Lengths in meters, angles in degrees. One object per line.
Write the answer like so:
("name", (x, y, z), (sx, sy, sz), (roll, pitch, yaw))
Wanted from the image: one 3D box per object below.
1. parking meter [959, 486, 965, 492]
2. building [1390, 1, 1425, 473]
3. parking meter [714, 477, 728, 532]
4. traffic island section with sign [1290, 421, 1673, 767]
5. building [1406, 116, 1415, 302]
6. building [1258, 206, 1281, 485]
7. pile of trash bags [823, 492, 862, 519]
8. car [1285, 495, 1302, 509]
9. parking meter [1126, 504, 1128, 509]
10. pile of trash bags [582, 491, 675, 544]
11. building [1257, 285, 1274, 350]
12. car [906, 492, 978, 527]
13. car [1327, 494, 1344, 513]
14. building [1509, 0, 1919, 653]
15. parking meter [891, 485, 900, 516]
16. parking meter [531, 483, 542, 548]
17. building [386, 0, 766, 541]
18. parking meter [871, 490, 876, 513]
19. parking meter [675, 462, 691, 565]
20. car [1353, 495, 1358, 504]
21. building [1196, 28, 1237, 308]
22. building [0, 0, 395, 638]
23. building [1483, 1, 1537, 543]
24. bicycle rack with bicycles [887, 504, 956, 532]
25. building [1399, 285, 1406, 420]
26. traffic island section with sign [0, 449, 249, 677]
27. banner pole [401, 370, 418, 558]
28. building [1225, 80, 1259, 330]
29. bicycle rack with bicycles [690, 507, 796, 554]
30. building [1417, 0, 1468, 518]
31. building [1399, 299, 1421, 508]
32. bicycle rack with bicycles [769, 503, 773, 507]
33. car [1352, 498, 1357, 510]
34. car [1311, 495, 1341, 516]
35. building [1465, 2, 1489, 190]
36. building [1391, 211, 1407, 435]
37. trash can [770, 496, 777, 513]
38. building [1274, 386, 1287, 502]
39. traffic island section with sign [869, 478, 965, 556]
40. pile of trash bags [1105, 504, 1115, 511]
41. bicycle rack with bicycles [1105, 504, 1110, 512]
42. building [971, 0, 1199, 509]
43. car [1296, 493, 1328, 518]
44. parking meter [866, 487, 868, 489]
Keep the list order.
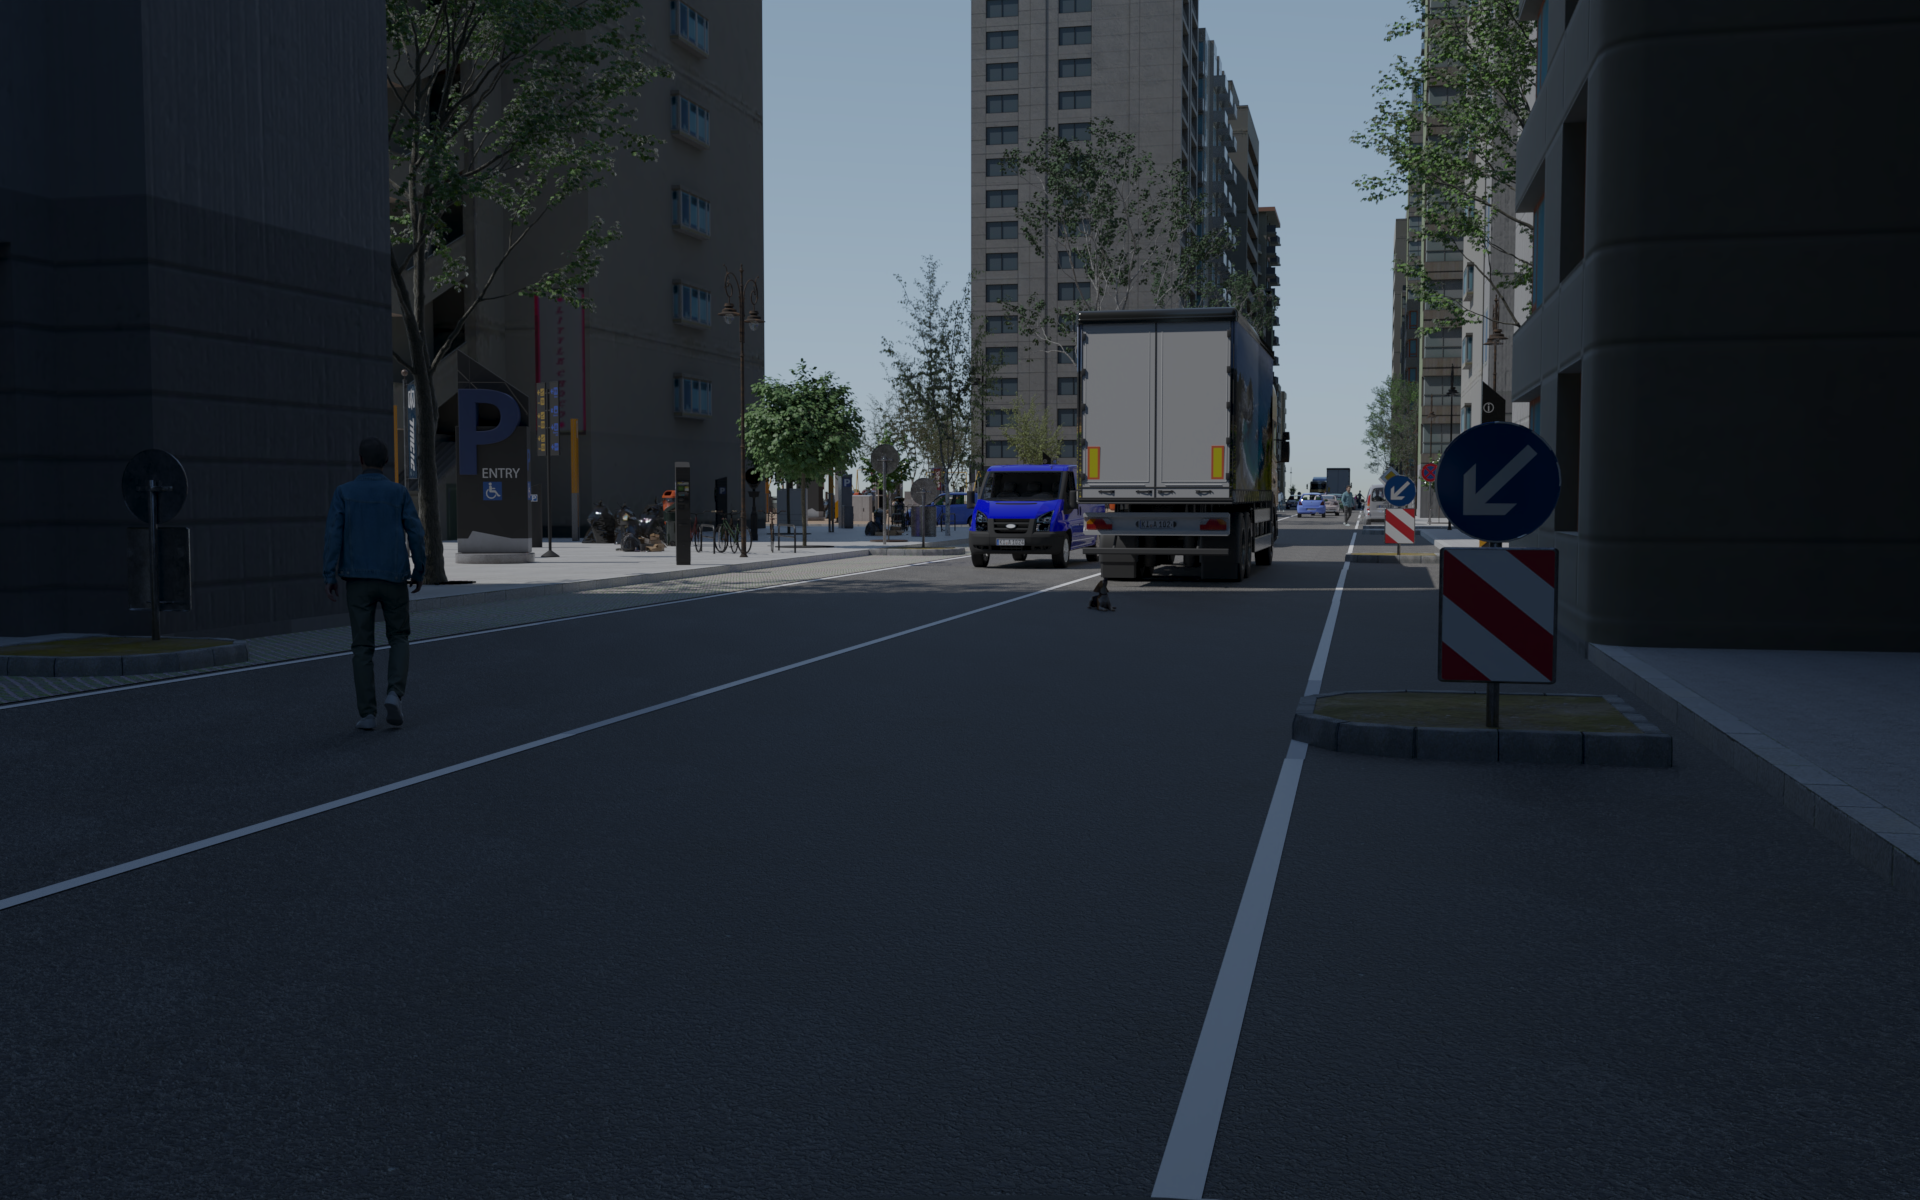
("parking meter", (0.103, -6.866, 117.974), (0.399, 1.863, 0.255), (0, 4, -4))
("building", (76.062, -57.776, 257.311), (22.319, 86.520, 31.000), (1, 4, 13))
("parking meter", (-8.033, -3.210, 58.191), (0.399, 1.863, 0.255), (-2, 4, -25))
("traffic island section with sign", (2.999, -0.098, 10.223), (1.989, 1.847, 2.006), (1, 4, 13))
("building", (55.226, -30.761, 186.533), (14.154, 41.232, 14.086), (1, 4, 13))
("building", (36.125, -36.928, 258.392), (22.147, 44.769, 28.867), (1, 4, 13))
("pile of trash bags", (-6.479, -5.296, 96.334), (1.912, 1.369, 3.447), (2, 4, 30))
("car", (31.573, -9.192, 162.877), (1.945, 1.354, 3.894), (1, 4, 14))
("parking meter", (14.300, -8.687, 147.738), (0.255, 1.863, 0.399), (1, 4, 17))
("pile of trash bags", (-8.202, -2.132, 44.618), (3.447, 1.369, 1.912), (3, 5, 44))
("building", (35.322, -28.458, 236.991), (14.160, 30.474, 14.107), (1, 4, 13))
("car", (-0.422, -3.664, 69.503), (3.694, 1.707, 1.945), (1, 4, 14))
("car", (29.230, -7.542, 135.116), (2.131, 1.459, 4.920), (1, 4, 13))
("building", (17.540, -9.811, 5.444), (27.650, 21.520, 28.899), (1, 4, 13))
("parking meter", (-3.022, -4.610, 81.092), (0.399, 1.863, 0.255), (1, 4, 18))
("parking meter", (-10.207, -2.024, 41.505), (0.372, 1.533, 0.369), (0, 3, 0))
("building", (-19.925, -26.409, 55.497), (21.600, 48.544, 21.300), (1, 4, 13))
("parking meter", (-5.998, -6.846, 120.348), (0.372, 1.533, 0.369), (0, 3, 0))
("parking meter", (-5.009, -1.566, 31.311), (0.255, 1.863, 0.399), (-1, 4, -12))
("car", (58.316, -14.959, 257.164), (1.945, 1.354, 3.894), (1, 4, 13))
("building", (17.416, -34.502, 183.711), (23.786, 49.044, 30.456), (1, 4, 13))
("building", (-19.780, -28.418, 6.636), (21.231, 58.520, 28.212), (1, 4, 13))
("building", (24.480, -30.663, 43.336), (21.231, 58.520, 28.212), (1, 4, 13))
("bicycle rack with bicycles", (-1.422, -2.844, 59.878), (2.852, 0.926, 2.925), (1, 4, 16))
("building", (67.507, -28.487, 237.462), (14.160, 30.474, 14.107), (1, 4, 13))
("traffic island section with sign", (-7.124, -0.356, 14.449), (1.989, 1.847, 2.006), (1, 4, 13))
("banner pole", (-11.032, -2.736, 34.746), (0.401, 3.779, 0.863), (-3, 4, -36))
("building", (24.431, -35.784, 208.770), (21.300, 48.544, 21.600), (1, 4, 13))
("bicycle rack with bicycles", (-4.765, -1.504, 37.973), (2.852, 0.926, 2.925), (-1, 4, -16))
("building", (32.892, -25.228, 96.072), (14.154, 41.232, 14.086), (1, 4, 13))
("building", (56.357, -19.560, 164.841), (27.650, 21.520, 28.899), (1, 4, 13))
("bicycle rack with bicycles", (-12.055, -5.084, 96.511), (2.925, 0.926, 2.852), (3, 5, 45))
("car", (35.060, -8.888, 157.681), (2.083, 1.381, 4.827), (1, 4, 14))
("car", (24.249, -6.279, 115.018), (2.083, 1.381, 4.827), (1, 4, 12))
("building", (33.250, -27.620, 75.281), (21.600, 48.544, 21.300), (1, 4, 13))
("building", (82.046, -40.411, 284.426), (21.300, 48.544, 21.600), (1, 4, 13))
("trash can", (-11.900, -6.129, 111.862), (0.748, 1.137, 0.748), (0, 3, 0))
("building", (39.556, -27.087, 287.907), (27.650, 21.520, 28.899), (1, 4, 13))
("traffic island section with sign", (-0.942, -1.972, 40.869), (1.989, 1.847, 2.006), (1, 4, 13))
("pile of trash bags", (6.722, -4.748, 87.388), (3.447, 1.369, 1.912), (3, 5, 44))
("bicycle rack with bicycles", (10.654, -7.031, 128.341), (2.925, 0.926, 2.852), (-3, 5, -42))
("building", (13.207, -44.012, 157.845), (20.563, 71.187, 20.611), (1, 4, 13))
("car", (21.438, -5.870, 105.558), (1.945, 1.707, 3.694), (1, 4, 12))
("parking meter", (-7.598, -8.414, 143.281), (0.399, 1.863, 0.255), (-3, 5, -41))
